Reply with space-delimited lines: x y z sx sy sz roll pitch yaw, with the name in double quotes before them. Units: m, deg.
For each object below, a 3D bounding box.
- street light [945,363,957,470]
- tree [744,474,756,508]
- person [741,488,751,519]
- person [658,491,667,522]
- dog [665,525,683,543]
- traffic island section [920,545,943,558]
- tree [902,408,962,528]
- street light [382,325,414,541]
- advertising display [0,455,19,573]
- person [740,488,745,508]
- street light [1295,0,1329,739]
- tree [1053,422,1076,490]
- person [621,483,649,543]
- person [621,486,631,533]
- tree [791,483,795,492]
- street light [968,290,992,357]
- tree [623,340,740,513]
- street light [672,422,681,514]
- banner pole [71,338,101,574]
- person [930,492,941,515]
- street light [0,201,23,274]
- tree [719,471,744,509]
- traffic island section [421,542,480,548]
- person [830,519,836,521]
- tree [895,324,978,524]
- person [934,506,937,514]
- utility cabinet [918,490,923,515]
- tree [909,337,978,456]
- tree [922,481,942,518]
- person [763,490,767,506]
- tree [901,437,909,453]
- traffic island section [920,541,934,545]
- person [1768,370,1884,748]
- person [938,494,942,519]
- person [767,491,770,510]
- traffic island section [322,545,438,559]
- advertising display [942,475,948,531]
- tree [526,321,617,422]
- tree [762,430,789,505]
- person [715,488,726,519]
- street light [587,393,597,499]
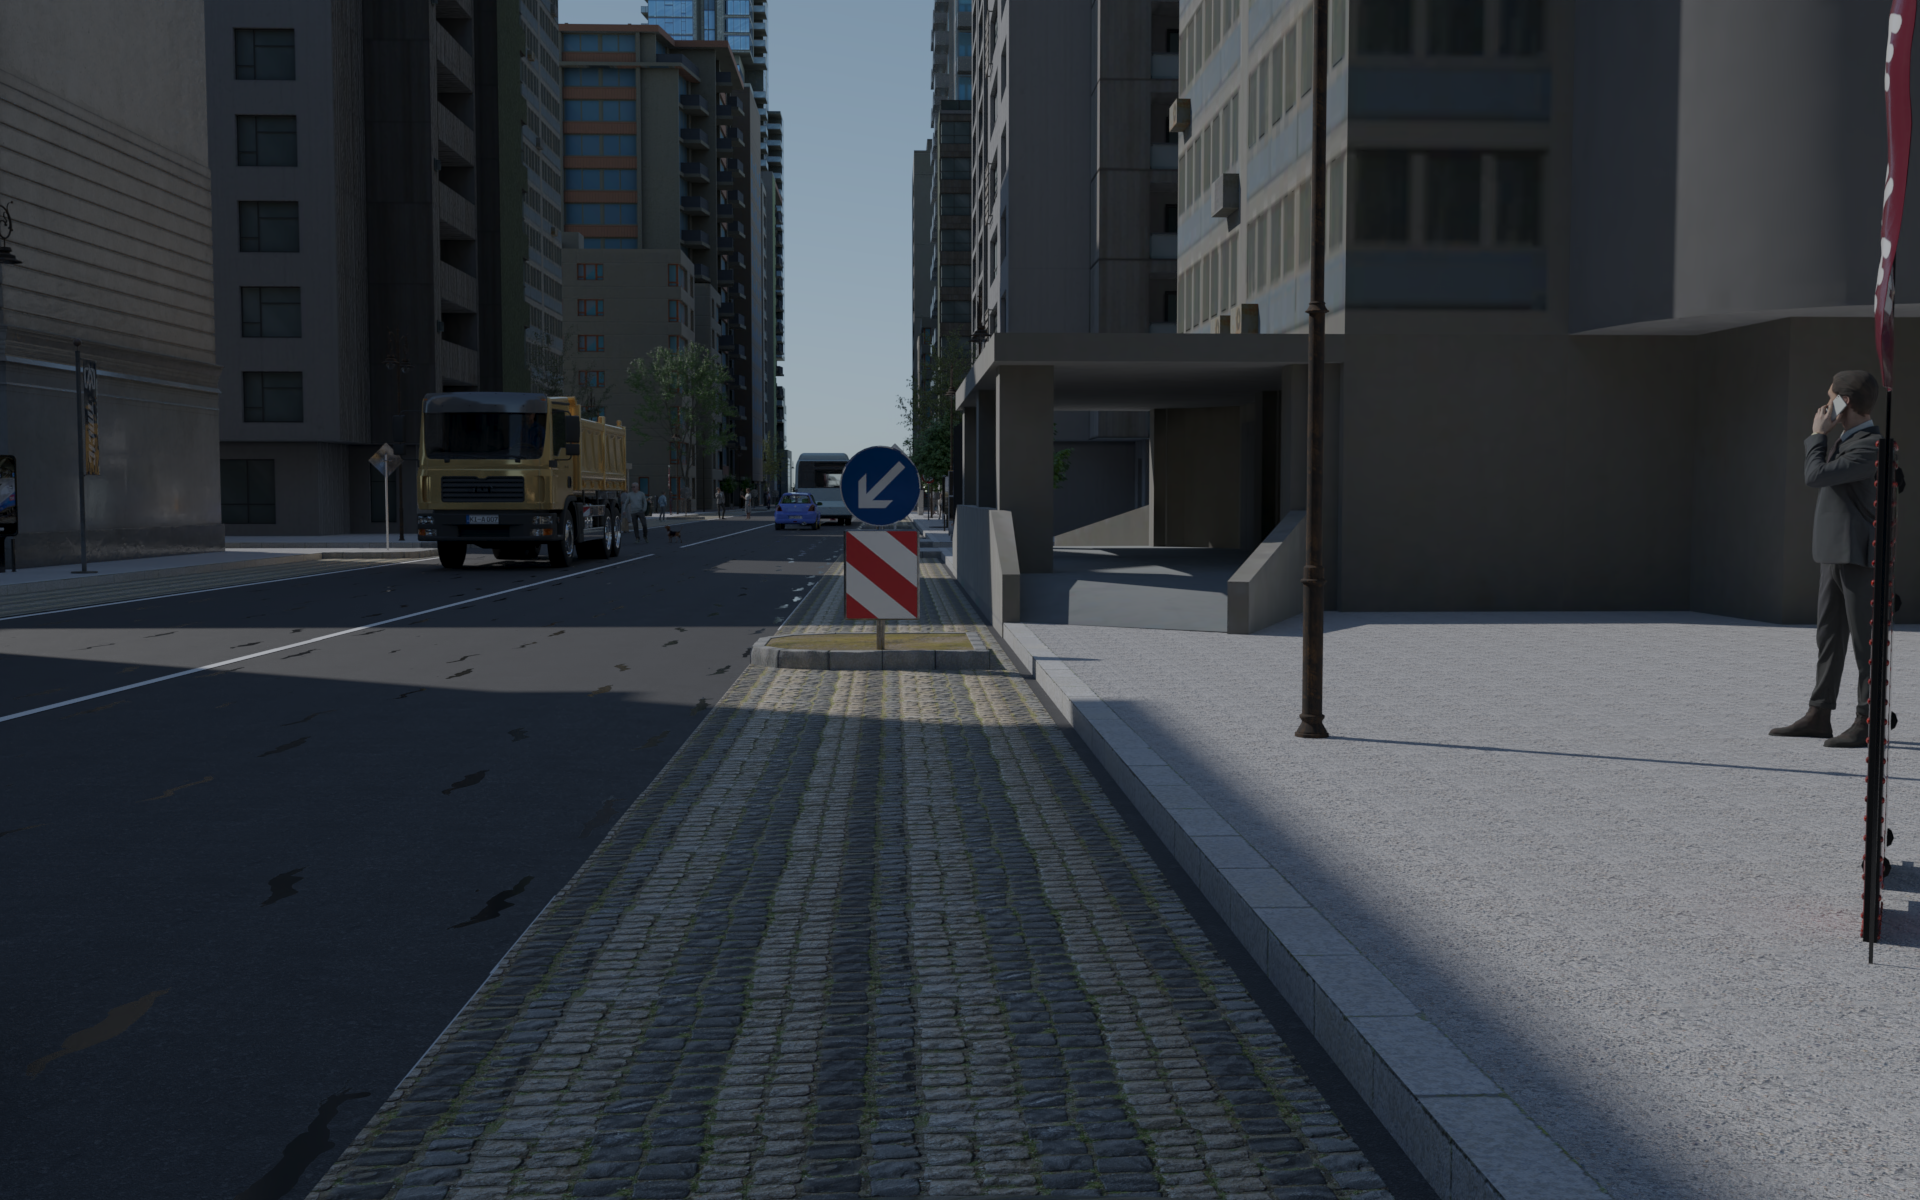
"street light" -0.292 -5.419 61.392 0.468 5.910 1.993 0 4 -2
"tree" -19.857 -10.246 162.120 1.663 3.219 1.824 0 3 0
"person" -12.047 -5.424 97.759 0.524 1.755 0.480 -3 4 -38
"person" -15.399 -4.865 89.856 0.589 1.601 0.330 3 5 44
"dog" -8.432 -1.941 51.027 0.540 0.507 0.406 -1 4 -9
"traffic island section" -1.449 -1.080 39.942 2.009 0.180 2.903 0 4 -2
"tree" -0.415 -5.045 66.194 4.285 4.588 4.351 0 3 0
"street light" -15.364 -4.569 47.497 0.468 5.910 1.993 0 4 -2
"advertising display" -15.673 -1.397 28.058 0.123 1.923 0.974 1 4 13
"person" -19.688 -9.206 156.575 0.705 1.823 1.348 0 4 8
"street light" 1.863 -2.214 8.992 0.468 5.910 1.993 0 4 -2
"tree" 1.854 -2.704 38.814 1.663 3.219 1.824 0 3 0
"person" -9.503 -2.541 50.539 0.782 1.767 0.515 0 4 -2
"person" -12.324 -3.376 64.272 0.480 1.755 0.524 3 4 36
"tree" -23.664 -15.564 249.070 1.663 3.219 1.824 0 3 0
"street light" 0.447 -4.077 39.447 0.468 5.910 1.993 0 4 -2
"tree" -18.854 -11.775 118.280 9.928 11.665 9.643 0 3 0
"street light" -17.819 -8.340 109.141 0.468 5.910 1.993 0 4 -2
"banner pole" -14.201 -2.335 28.195 0.401 3.779 0.863 0 4 -1
"person" -1.513 -6.183 107.229 0.679 1.850 0.850 -1 4 -21
"street light" -14.495 -3.239 25.748 0.468 5.910 1.993 0 4 -2
"tree" -19.464 -9.243 145.718 1.663 3.219 1.824 0 3 0
"traffic island section" -13.398 -1.540 47.465 2.009 0.180 2.903 0 4 -2
"person" -6.933 -5.206 93.622 0.388 1.821 0.555 0 4 8
"tree" -0.759 -7.654 75.503 4.737 8.622 4.395 0 3 0
"person" -1.612 -6.452 111.544 0.388 1.821 0.555 -3 5 -44
"utility cabinet" -2.395 -5.857 104.446 0.318 1.500 1.173 0 4 -4
"tree" 0.041 -8.027 81.609 4.360 8.622 3.978 0 3 0
"tree" -1.586 -6.129 94.811 1.663 3.219 1.824 0 3 0
"person" -21.028 -11.028 187.152 0.445 1.727 0.742 1 4 13
"tree" -6.321 -16.236 215.814 4.360 8.622 3.978 0 3 0
"traffic island section" -1.766 -1.568 47.921 2.009 0.180 2.903 0 4 -2
"person" 4.478 -0.210 8.842 0.474 1.900 0.648 1 4 12
"person" -0.900 -4.757 88.090 0.475 1.303 0.640 1 4 20
"person" -17.293 -8.968 156.066 0.436 1.711 0.756 0 4 -2
"traffic island section" -13.081 -1.052 39.486 2.009 0.180 2.903 0 4 -2
"advertising display" -0.247 -3.354 60.053 0.123 1.923 0.974 3 5 42
"tree" -17.113 -7.565 74.048 4.360 8.622 3.978 0 3 0
"tree" -21.779 -15.186 198.657 4.737 8.622 4.395 0 3 0
"person" -13.557 -5.474 98.182 0.592 1.802 0.473 -1 4 -18
"street light" -16.583 -6.438 78.043 0.468 5.910 1.993 0 4 -2
